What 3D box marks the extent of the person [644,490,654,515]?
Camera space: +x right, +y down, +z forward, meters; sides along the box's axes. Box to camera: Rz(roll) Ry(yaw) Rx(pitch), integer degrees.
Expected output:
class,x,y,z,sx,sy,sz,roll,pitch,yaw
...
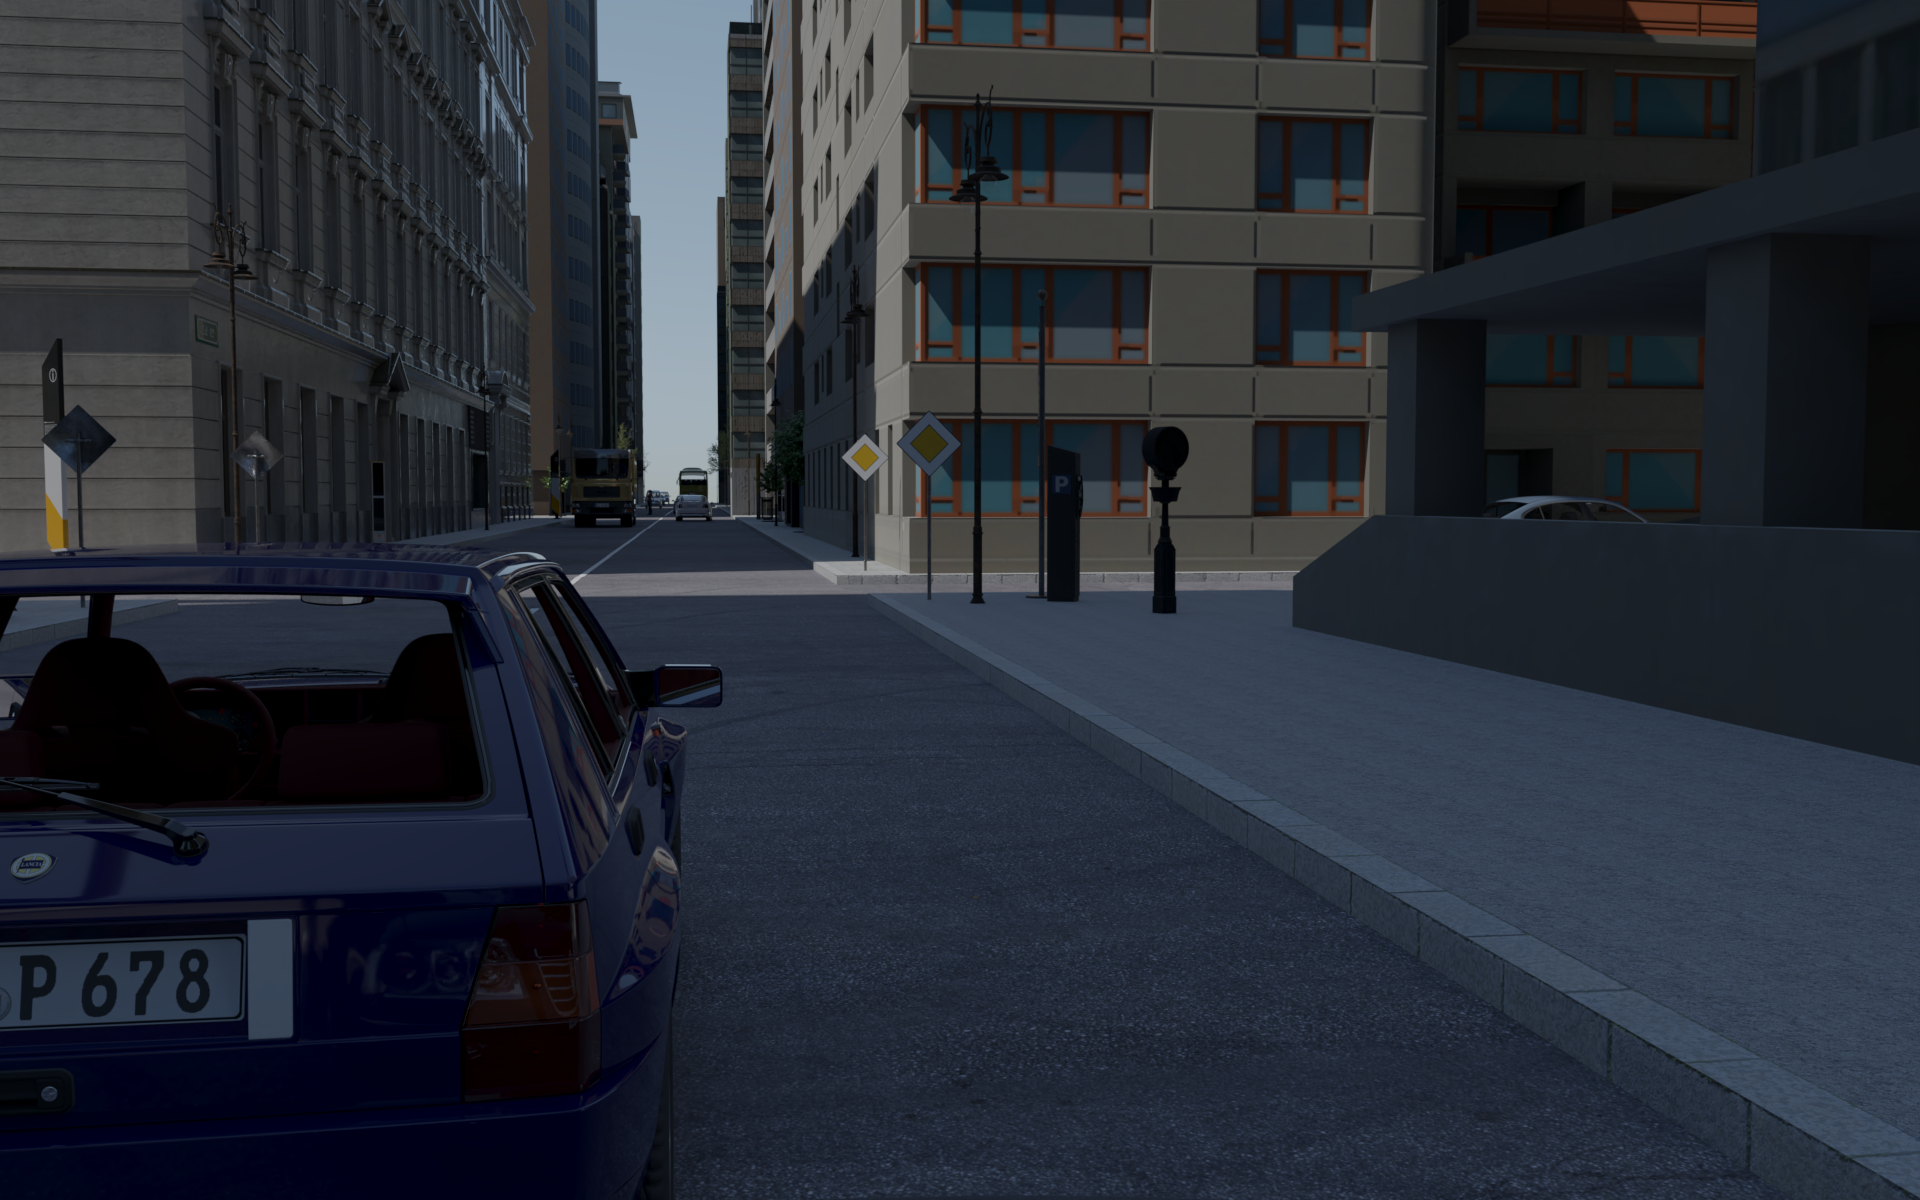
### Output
class,x,y,z,sx,sy,sz,roll,pitch,yaw
person,-21.480,-6.751,119.597,0.721,1.743,1.217,-3,5,-43

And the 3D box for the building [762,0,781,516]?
class,x,y,z,sx,sy,sz,roll,pitch,yaw
building,0.474,-28.739,93.583,21.300,48.544,21.600,-1,4,-9

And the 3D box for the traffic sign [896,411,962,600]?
class,x,y,z,sx,sy,sz,roll,pitch,yaw
traffic sign,-0.375,-1.059,20.951,0.795,2.450,0.064,-1,4,-9

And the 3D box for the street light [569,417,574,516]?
class,x,y,z,sx,sy,sz,roll,pitch,yaw
street light,-23.228,-7.992,103.462,0.468,5.910,1.993,-1,4,-9

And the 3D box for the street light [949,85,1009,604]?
class,x,y,z,sx,sy,sz,roll,pitch,yaw
street light,0.207,-2.897,20.147,0.468,5.910,1.993,-1,4,-9

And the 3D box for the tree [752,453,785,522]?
class,x,y,z,sx,sy,sz,roll,pitch,yaw
tree,-8.762,-5.201,79.632,1.663,3.219,1.824,0,3,0

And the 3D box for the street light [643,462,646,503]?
class,x,y,z,sx,sy,sz,roll,pitch,yaw
street light,-46.104,-17.150,253.186,0.468,5.910,1.993,-1,4,-9

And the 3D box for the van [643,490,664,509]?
class,x,y,z,sx,sy,sz,roll,pitch,yaw
van,-30.671,-10.171,173.299,2.013,2.044,4.112,-1,4,-10

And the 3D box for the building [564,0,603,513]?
class,x,y,z,sx,sy,sz,roll,pitch,yaw
building,-38.130,-35.836,127.922,21.231,58.520,28.212,-1,4,-9

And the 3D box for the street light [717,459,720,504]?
class,x,y,z,sx,sy,sz,roll,pitch,yaw
street light,-31.530,-15.566,227.290,0.468,5.910,1.993,-1,4,-9

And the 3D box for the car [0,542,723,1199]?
class,x,y,z,sx,sy,sz,roll,pitch,yaw
car,-1.540,0.515,4.162,1.945,1.354,3.894,-1,4,-9

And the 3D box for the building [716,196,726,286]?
class,x,y,z,sx,sy,sz,roll,pitch,yaw
building,-28.579,-36.954,254.313,14.600,45.320,14.200,-1,4,-9

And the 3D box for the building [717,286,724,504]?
class,x,y,z,sx,sy,sz,roll,pitch,yaw
building,-26.670,-28.688,240.749,14.160,30.474,14.107,-1,4,-9

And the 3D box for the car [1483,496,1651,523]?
class,x,y,z,sx,sy,sz,roll,pitch,yaw
car,8.957,-0.795,24.994,4.499,1.417,2.014,-1,4,-9

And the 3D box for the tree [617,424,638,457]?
class,x,y,z,sx,sy,sz,roll,pitch,yaw
tree,-35.281,-13.953,178.497,4.737,8.622,4.395,0,3,0

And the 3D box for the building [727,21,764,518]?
class,x,y,z,sx,sy,sz,roll,pitch,yaw
building,-7.791,-20.751,110.985,14.160,30.474,14.107,-1,4,-9

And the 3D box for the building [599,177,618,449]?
class,x,y,z,sx,sy,sz,roll,pitch,yaw
building,-40.051,-24.017,164.374,14.160,30.474,14.107,-1,4,-9

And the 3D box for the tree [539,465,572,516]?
class,x,y,z,sx,sy,sz,roll,pitch,yaw
tree,-23.142,-6.443,99.937,1.663,3.219,1.824,0,3,0

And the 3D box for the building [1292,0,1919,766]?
class,x,y,z,sx,sy,sz,roll,pitch,yaw
building,20.187,-19.525,11.120,32.217,40.220,23.993,-1,4,-9

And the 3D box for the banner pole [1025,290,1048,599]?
class,x,y,z,sx,sy,sz,roll,pitch,yaw
banner pole,1.001,-1.928,21.539,0.401,3.779,0.863,0,4,-2

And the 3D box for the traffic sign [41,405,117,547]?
class,x,y,z,sx,sy,sz,roll,pitch,yaw
traffic sign,-9.912,-0.971,19.520,0.795,2.450,0.064,-1,4,-9

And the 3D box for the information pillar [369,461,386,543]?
class,x,y,z,sx,sy,sz,roll,pitch,yaw
information pillar,-12.993,-2.090,38.670,0.304,2.012,0.304,-2,4,-24

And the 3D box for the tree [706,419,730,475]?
class,x,y,z,sx,sy,sz,roll,pitch,yaw
tree,-24.183,-15.472,187.383,7.601,10.594,8.767,2,4,30

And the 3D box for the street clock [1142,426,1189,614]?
class,x,y,z,sx,sy,sz,roll,pitch,yaw
street clock,2.202,-0.858,18.598,0.471,2.002,0.358,-2,4,-31

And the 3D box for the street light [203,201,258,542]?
class,x,y,z,sx,sy,sz,roll,pitch,yaw
street light,-11.614,-3.360,27.727,0.468,5.910,1.993,-1,4,-9

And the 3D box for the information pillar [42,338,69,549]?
class,x,y,z,sx,sy,sz,roll,pitch,yaw
information pillar,-13.676,-2.131,26.196,0.504,3.616,0.183,2,4,35

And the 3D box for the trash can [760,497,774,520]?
class,x,y,z,sx,sy,sz,roll,pitch,yaw
trash can,-9.554,-4.539,85.861,0.748,1.137,0.748,0,3,0

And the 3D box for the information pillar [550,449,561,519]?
class,x,y,z,sx,sy,sz,roll,pitch,yaw
information pillar,-20.814,-5.975,89.040,0.183,3.616,0.504,3,5,39

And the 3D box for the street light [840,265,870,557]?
class,x,y,z,sx,sy,sz,roll,pitch,yaw
street light,-2.127,-3.810,35.084,0.468,5.910,1.993,-1,4,-9

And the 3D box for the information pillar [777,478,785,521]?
class,x,y,z,sx,sy,sz,roll,pitch,yaw
information pillar,-8.371,-4.703,81.387,0.304,2.012,0.304,3,5,40

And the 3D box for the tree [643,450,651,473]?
class,x,y,z,sx,sy,sz,roll,pitch,yaw
tree,-48.408,-18.901,259.386,4.360,8.622,3.978,0,3,0

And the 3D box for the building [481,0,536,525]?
class,x,y,z,sx,sy,sz,roll,pitch,yaw
building,-26.971,-17.933,79.109,13.634,28.700,20.117,-1,4,-9

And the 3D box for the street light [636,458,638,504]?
class,x,y,z,sx,sy,sz,roll,pitch,yaw
street light,-40.817,-15.072,219.207,0.468,5.910,1.993,-1,4,-9

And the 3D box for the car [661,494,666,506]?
class,x,y,z,sx,sy,sz,roll,pitch,yaw
car,-38.064,-12.612,218.206,2.014,1.417,4.499,-1,4,-11

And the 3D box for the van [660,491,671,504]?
class,x,y,z,sx,sy,sz,roll,pitch,yaw
van,-43.591,-15.169,255.030,2.013,2.044,4.112,-1,4,-9

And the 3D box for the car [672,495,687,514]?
class,x,y,z,sx,sy,sz,roll,pitch,yaw
car,-19.829,-6.915,125.421,2.083,1.381,4.827,-1,4,-10

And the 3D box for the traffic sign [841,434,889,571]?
class,x,y,z,sx,sy,sz,roll,pitch,yaw
traffic sign,-1.581,-1.541,28.845,0.795,2.450,0.064,-1,4,-9

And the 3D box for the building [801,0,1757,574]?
class,x,y,z,sx,sy,sz,roll,pitch,yaw
building,11.389,-12.109,43.022,28.899,21.520,27.650,-1,4,-9

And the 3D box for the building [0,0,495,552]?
class,x,y,z,sx,sy,sz,roll,pitch,yaw
building,-23.416,-16.561,47.180,17.030,29.872,44.131,-1,4,-9

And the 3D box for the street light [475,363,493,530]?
class,x,y,z,sx,sy,sz,roll,pitch,yaw
street light,-16.746,-5.402,61.115,0.468,5.910,1.993,-1,4,-9

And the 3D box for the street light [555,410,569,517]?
class,x,y,z,sx,sy,sz,roll,pitch,yaw
street light,-21.961,-7.480,95.082,0.468,5.910,1.993,-1,4,-9

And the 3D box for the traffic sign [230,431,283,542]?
class,x,y,z,sx,sy,sz,roll,pitch,yaw
traffic sign,-11.118,-1.454,27.414,0.795,2.450,0.064,-1,4,-9

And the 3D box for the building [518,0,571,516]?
class,x,y,z,sx,sy,sz,roll,pitch,yaw
building,-32.045,-27.990,107.744,14.600,45.320,14.200,-1,4,-9

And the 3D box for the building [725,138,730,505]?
class,x,y,z,sx,sy,sz,roll,pitch,yaw
building,-20.320,-31.751,202.723,14.154,41.232,14.086,-1,4,-9

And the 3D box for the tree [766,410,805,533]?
class,x,y,z,sx,sy,sz,roll,pitch,yaw
tree,-4.785,-4.536,57.874,4.285,4.588,4.351,0,3,0

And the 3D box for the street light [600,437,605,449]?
class,x,y,z,sx,sy,sz,roll,pitch,yaw
street light,-28.201,-10.036,136.874,0.468,5.910,1.993,-1,4,-9

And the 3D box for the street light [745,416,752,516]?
class,x,y,z,sx,sy,sz,roll,pitch,yaw
street light,-12.539,-7.952,102.801,0.468,5.910,1.993,-1,4,-9

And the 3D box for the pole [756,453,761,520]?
class,x,y,z,sx,sy,sz,roll,pitch,yaw
pole,-10.136,-5.702,87.067,0.158,3.312,0.155,0,3,0

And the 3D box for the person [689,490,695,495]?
class,x,y,z,sx,sy,sz,roll,pitch,yaw
person,-18.867,-6.888,122.065,0.756,1.711,0.436,1,4,19

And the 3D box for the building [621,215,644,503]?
class,x,y,z,sx,sy,sz,roll,pitch,yaw
building,-52.442,-34.409,246.176,14.154,41.232,14.086,-1,4,-9

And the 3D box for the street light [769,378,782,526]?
class,x,y,z,sx,sy,sz,roll,pitch,yaw
street light,-7.334,-5.881,68.935,0.468,5.910,1.993,-1,4,-9

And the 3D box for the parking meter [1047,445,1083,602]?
class,x,y,z,sx,sy,sz,roll,pitch,yaw
parking meter,1.252,-0.914,20.663,0.399,1.863,0.255,1,4,17

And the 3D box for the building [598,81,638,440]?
class,x,y,z,sx,sy,sz,roll,pitch,yaw
building,-56.399,-38.827,224.053,28.713,52.752,27.495,-1,4,-9

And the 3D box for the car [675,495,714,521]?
class,x,y,z,sx,sy,sz,roll,pitch,yaw
car,-14.166,-4.887,92.262,2.083,1.381,4.827,0,4,-7

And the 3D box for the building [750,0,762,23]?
class,x,y,z,sx,sy,sz,roll,pitch,yaw
building,-9.762,-33.331,164.577,23.786,49.044,30.456,-1,4,-9

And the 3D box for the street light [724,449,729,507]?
class,x,y,z,sx,sy,sz,roll,pitch,yaw
street light,-23.979,-12.551,178.003,0.468,5.910,1.993,-1,4,-9

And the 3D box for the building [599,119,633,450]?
class,x,y,z,sx,sy,sz,roll,pitch,yaw
building,-48.848,-33.172,196.983,22.147,44.769,28.867,-1,4,-9

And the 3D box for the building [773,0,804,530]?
class,x,y,z,sx,sy,sz,roll,pitch,yaw
building,-0.049,-25.525,67.451,14.600,45.320,14.200,-1,4,-9

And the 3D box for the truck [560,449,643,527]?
class,x,y,z,sx,sy,sz,roll,pitch,yaw
truck,-15.719,-4.943,76.750,3.469,3.379,9.791,-1,4,-9

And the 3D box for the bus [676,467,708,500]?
class,x,y,z,sx,sy,sz,roll,pitch,yaw
bus,-24.616,-10.274,159.520,2.896,3.916,12.252,-1,4,-10
